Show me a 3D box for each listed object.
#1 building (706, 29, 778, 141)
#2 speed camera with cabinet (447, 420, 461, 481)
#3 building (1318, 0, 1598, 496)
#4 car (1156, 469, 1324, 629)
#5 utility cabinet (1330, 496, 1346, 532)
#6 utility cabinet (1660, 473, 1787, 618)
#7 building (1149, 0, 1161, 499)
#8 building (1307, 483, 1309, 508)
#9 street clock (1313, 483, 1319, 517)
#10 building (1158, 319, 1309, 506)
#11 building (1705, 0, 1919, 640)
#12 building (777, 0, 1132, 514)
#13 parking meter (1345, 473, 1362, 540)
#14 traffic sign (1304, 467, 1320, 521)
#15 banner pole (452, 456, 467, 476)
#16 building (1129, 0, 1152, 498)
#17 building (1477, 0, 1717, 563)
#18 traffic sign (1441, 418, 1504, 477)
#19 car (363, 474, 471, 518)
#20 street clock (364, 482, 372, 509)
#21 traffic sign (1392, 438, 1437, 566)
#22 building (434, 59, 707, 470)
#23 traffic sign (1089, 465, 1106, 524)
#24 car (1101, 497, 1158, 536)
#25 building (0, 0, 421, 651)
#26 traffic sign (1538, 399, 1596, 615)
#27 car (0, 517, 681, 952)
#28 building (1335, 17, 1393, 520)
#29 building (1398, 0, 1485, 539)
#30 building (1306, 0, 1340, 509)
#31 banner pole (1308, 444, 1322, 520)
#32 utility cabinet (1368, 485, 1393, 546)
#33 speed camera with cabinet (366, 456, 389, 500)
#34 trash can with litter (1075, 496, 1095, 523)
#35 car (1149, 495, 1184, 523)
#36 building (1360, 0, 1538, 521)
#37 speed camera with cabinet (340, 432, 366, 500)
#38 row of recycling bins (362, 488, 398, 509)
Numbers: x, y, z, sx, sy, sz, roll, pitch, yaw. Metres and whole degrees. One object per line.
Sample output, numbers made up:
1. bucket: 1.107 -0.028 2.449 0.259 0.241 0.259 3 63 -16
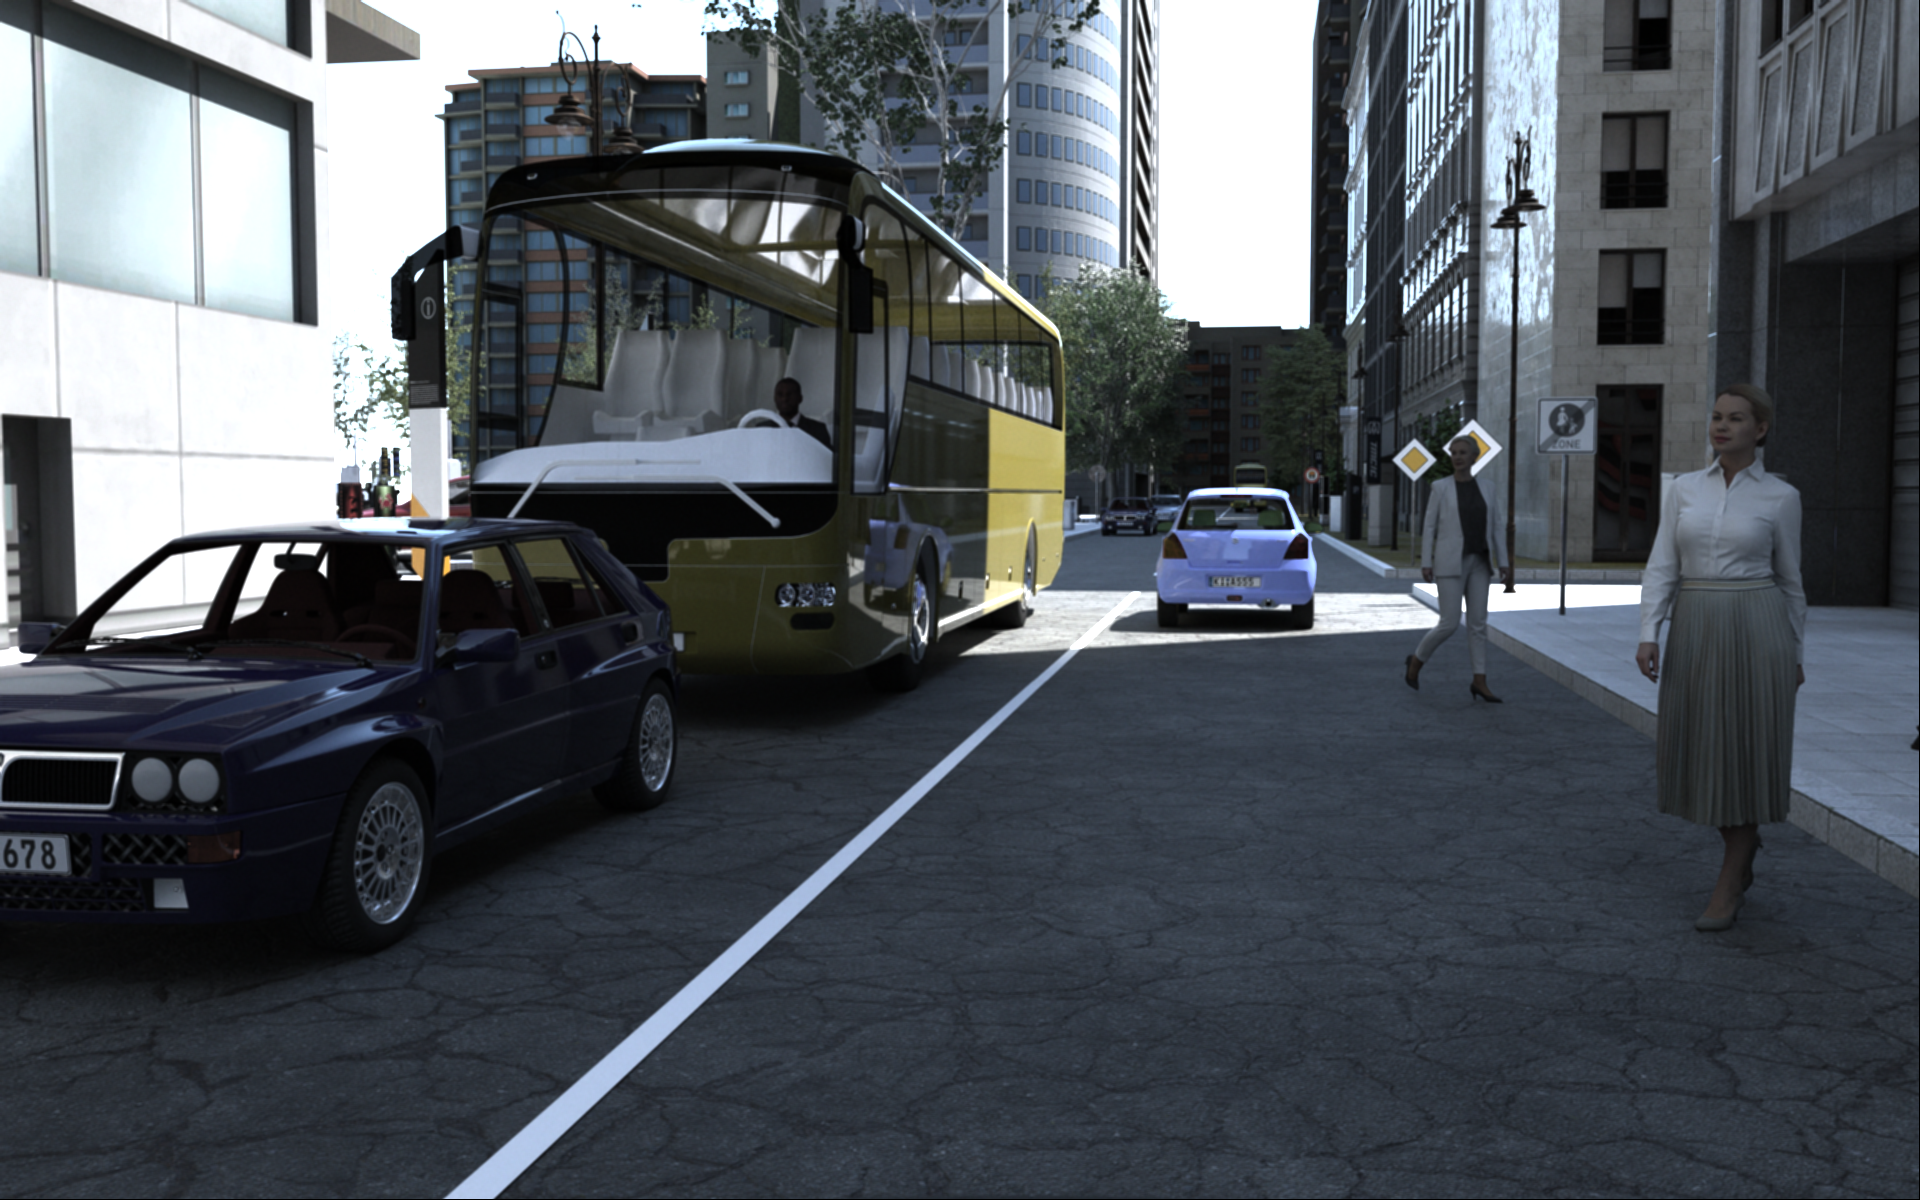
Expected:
1. building: -12.015 -33.637 173.663 21.600 48.544 21.300 1 4 9
2. speed camera with cabinet: -13.463 -3.218 46.951 0.660 3.252 2.038 2 4 28
3. building: 39.119 -29.241 132.718 22.147 44.769 28.867 1 4 9
4. car: 3.191 -0.628 19.861 1.945 1.707 3.694 1 4 10
5. utility cabinet: 12.896 -2.917 58.861 0.306 1.237 1.020 -1 4 -9
6. utility cabinet: 7.800 -0.553 17.714 1.173 1.500 0.318 0 4 -3
7. building: 9.004 -44.800 170.732 20.611 71.187 20.563 1 4 9
8. building: 41.186 -29.690 169.018 14.154 41.232 14.086 1 4 9
9. street clock: 20.200 -5.735 98.330 0.358 2.002 0.471 0 4 -6
10. building: 26.554 -22.013 204.949 28.899 21.520 27.650 1 4 9
11. building: 13.297 -11.710 9.476 12.078 24.808 19.932 1 4 9
12. building: 0.589 -35.448 121.578 21.231 58.520 28.212 1 4 9
13. parking meter: 11.009 -2.613 48.432 0.399 1.863 0.255 -1 4 -20
14. traffic sign: 16.658 -5.010 82.017 0.768 2.556 0.104 1 4 13
15. banner pole: -30.744 -7.065 105.526 0.863 3.779 0.401 0 4 5
16. building: 4.838 -31.968 146.378 21.300 48.544 21.600 1 4 9
17. building: 20.130 -11.057 35.533 16.860 20.320 10.420 1 4 9
18. traffic sign: 6.795 -1.186 23.027 0.795 2.450 0.064 1 4 9
19. car: -8.206 -1.308 30.067 5.304 1.827 2.281 1 4 10
20. street clock: -35.018 -5.993 102.559 0.471 2.002 0.358 2 4 35
21. traffic sign: 8.095 -1.668 30.906 0.795 2.450 0.064 1 4 9
22. building: -36.898 -32.009 177.963 28.867 44.769 22.147 1 4 9
23. traffic sign: 5.924 -4.568 74.798 0.768 2.556 0.104 1 4 12
24. car: 5.953 -2.936 60.588 1.945 1.354 3.894 1 4 11
25. building: -20.860 -25.669 8.925 27.495 52.752 28.713 1 4 9
26. traffic sign: 6.393 -0.990 18.318 0.606 2.300 0.079 1 4 11
27. car: -2.430 0.356 6.754 1.945 1.354 3.894 1 4 10
28. building: 27.836 -18.817 93.566 13.634 28.700 20.117 1 4 9
29. building: 18.602 -12.333 50.796 9.793 20.994 18.267 1 4 9
30. building: 38.483 -30.855 154.588 14.600 45.320 14.200 1 4 9
31. banner pole: 17.695 -5.868 85.965 0.863 3.779 0.401 -1 4 -15
32. utility cabinet: 10.360 -2.072 42.557 0.318 1.500 1.173 2 4 33
33. speed camera with cabinet: -30.381 -5.780 88.845 2.038 3.252 0.660 -2 4 -32
34. trash can with litter: 5.298 -4.132 78.616 1.678 1.210 2.233 0 4 4
35. car: 8.576 -3.686 72.262 2.014 1.417 4.499 1 4 10
36. building: 24.690 -17.007 71.577 14.314 27.812 24.014 1 4 9
37. speed camera with cabinet: -19.756 -3.781 56.162 0.660 3.252 2.038 -1 4 -17
38. row of recycling bins: -37.986 -6.405 111.828 1.069 1.692 3.534 3 5 39
